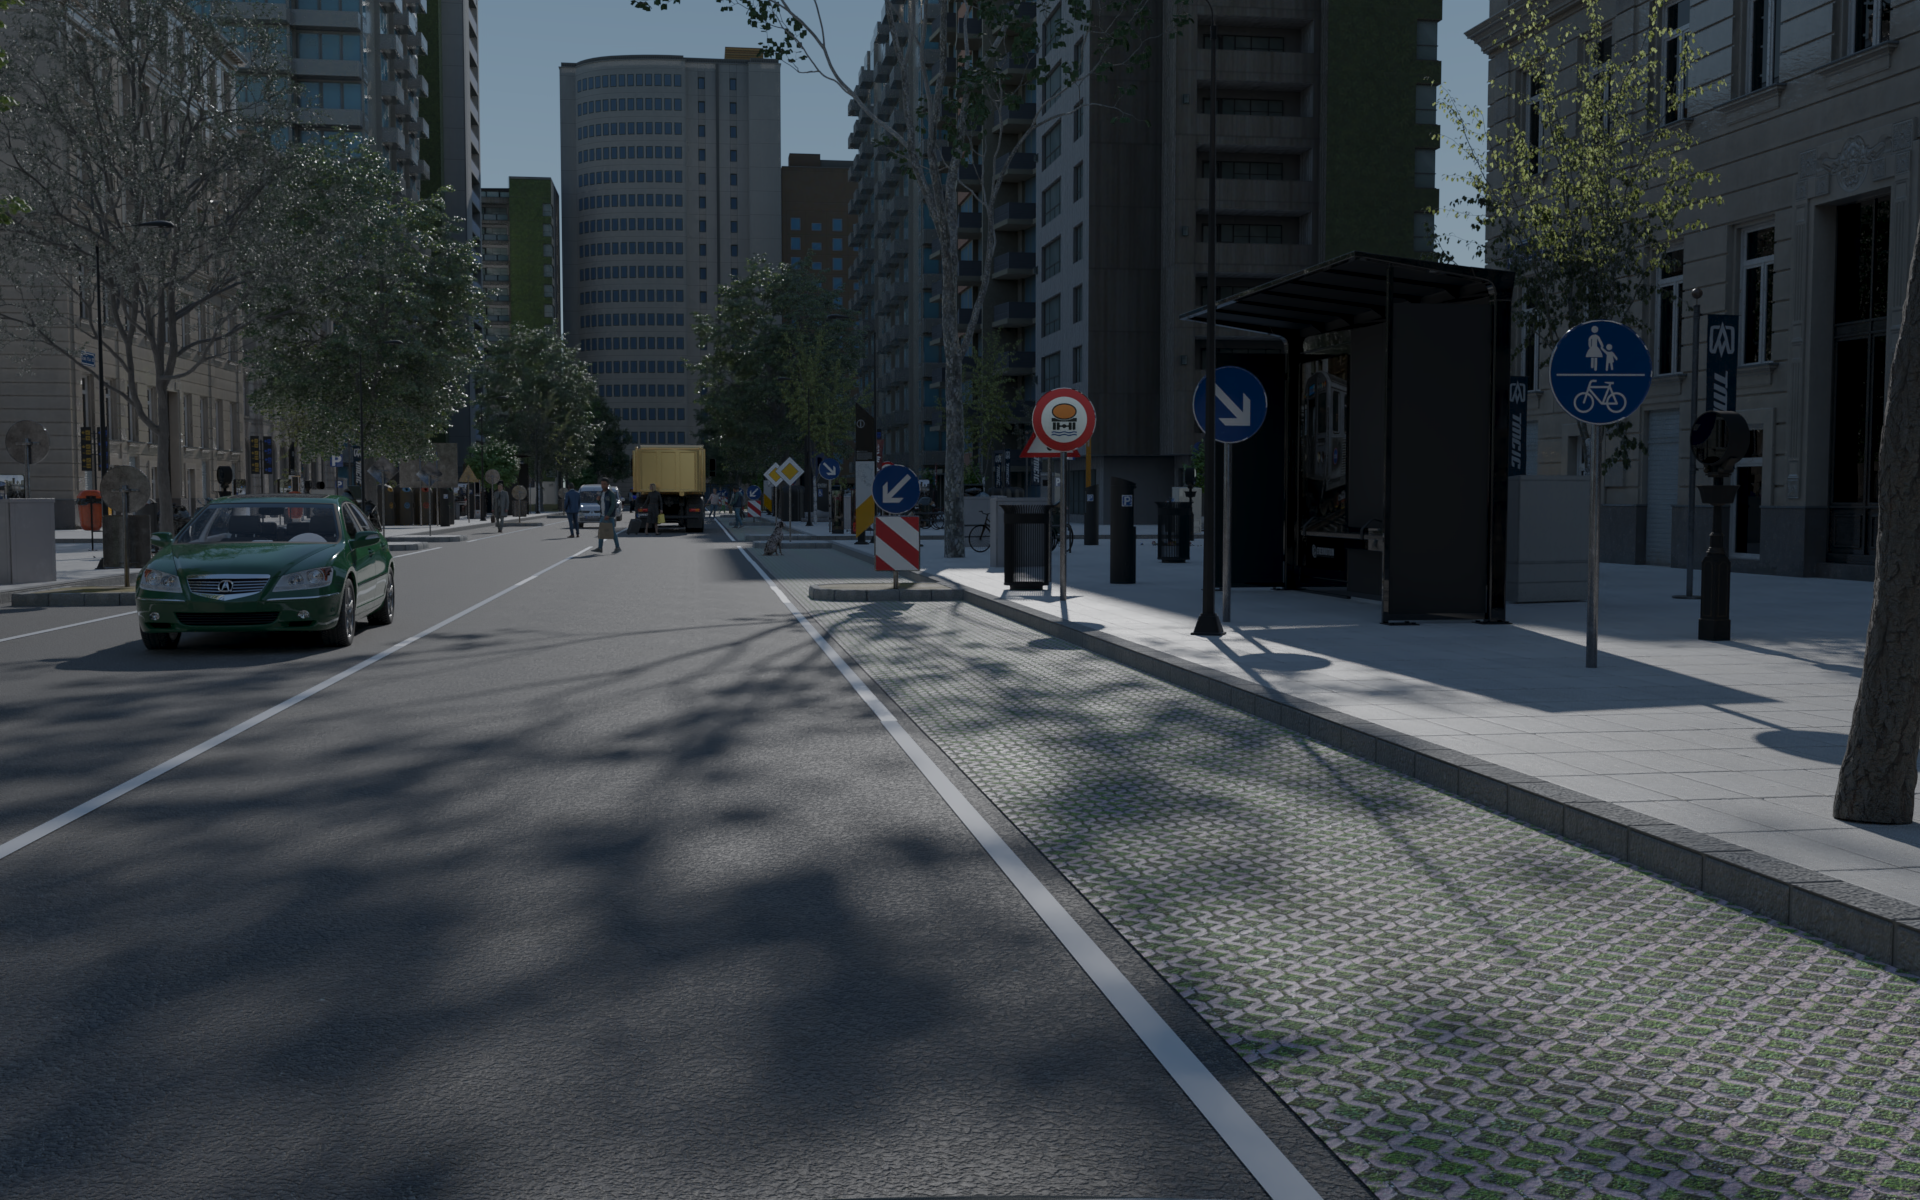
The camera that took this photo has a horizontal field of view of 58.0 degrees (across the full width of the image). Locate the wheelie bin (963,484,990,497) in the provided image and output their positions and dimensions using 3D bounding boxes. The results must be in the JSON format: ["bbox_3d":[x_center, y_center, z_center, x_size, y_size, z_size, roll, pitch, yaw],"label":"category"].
[{"bbox_3d":[0.447,-2.872,54.866,0.980,1.594,0.693,0,4,4],"label":"wheelie bin"}]

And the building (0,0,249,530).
[{"bbox_3d":[-39.035,-16.815,72.194,12.463,27.353,25.104,-1,4,-9],"label":"building"}]

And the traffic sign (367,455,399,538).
[{"bbox_3d":[-14.933,-2.521,44.853,0.795,2.450,0.064,-1,4,-9],"label":"traffic sign"}]

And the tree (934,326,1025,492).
[{"bbox_3d":[0.959,-7.701,76.277,4.737,8.622,4.395,0,3,0],"label":"tree"}]

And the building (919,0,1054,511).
[{"bbox_3d":[9.660,-28.303,117.376,22.147,44.769,28.867,-1,4,-9],"label":"building"}]

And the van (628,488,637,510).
[{"bbox_3d":[-28.251,-9.129,153.638,2.240,2.365,5.245,-1,4,-9],"label":"van"}]

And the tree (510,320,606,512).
[{"bbox_3d":[-30.497,-13.338,124.726,9.857,13.997,8.962,0,3,0],"label":"tree"}]

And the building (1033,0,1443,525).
[{"bbox_3d":[11.377,-18.563,75.200,14.107,30.474,14.160,-1,4,-9],"label":"building"}]

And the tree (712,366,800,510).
[{"bbox_3d":[-15.882,-13.030,138.787,9.928,11.665,9.643,0,3,0],"label":"tree"}]

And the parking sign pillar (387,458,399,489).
[{"bbox_3d":[-30.898,-6.496,94.683,1.447,3.967,1.447,-3,5,-40],"label":"parking sign pillar"}]

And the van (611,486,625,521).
[{"bbox_3d":[-18.969,-5.245,92.767,2.013,2.044,4.112,-1,4,-10],"label":"van"}]

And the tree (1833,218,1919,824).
[{"bbox_3d":[3.864,-4.396,6.285,7.601,10.594,8.767,3,4,36],"label":"tree"}]

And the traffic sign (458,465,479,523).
[{"bbox_3d":[-21.823,-4.704,76.915,0.884,2.594,0.081,0,4,-7],"label":"traffic sign"}]

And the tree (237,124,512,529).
[{"bbox_3d":[-20.636,-9.398,60.311,9.857,13.997,8.962,0,3,0],"label":"tree"}]

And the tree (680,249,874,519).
[{"bbox_3d":[-9.220,-11.175,89.364,9.857,13.997,8.962,0,3,0],"label":"tree"}]

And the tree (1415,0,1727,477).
[{"bbox_3d":[8.651,-4.512,24.133,4.360,8.622,3.978,0,3,0],"label":"tree"}]

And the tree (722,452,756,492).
[{"bbox_3d":[-22.422,-13.850,176.812,4.360,8.622,3.978,0,3,0],"label":"tree"}]

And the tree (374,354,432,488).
[{"bbox_3d":[-30.538,-8.532,89.866,4.360,8.622,3.978,0,3,0],"label":"tree"}]

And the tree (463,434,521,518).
[{"bbox_3d":[-25.504,-6.786,94.671,4.285,4.588,4.351,0,3,0],"label":"tree"}]

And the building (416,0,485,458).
[{"bbox_3d":[-63.609,-38.785,176.141,28.212,58.520,21.231,-1,4,-9],"label":"building"}]

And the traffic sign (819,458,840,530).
[{"bbox_3d":[-4.627,-3.757,61.535,0.768,2.556,0.104,0,4,-2],"label":"traffic sign"}]

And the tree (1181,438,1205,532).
[{"bbox_3d":[8.445,-3.983,59.725,1.663,3.219,1.824,0,3,0],"label":"tree"}]

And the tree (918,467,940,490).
[{"bbox_3d":[-2.015,-7.261,113.315,1.663,3.219,1.824,0,3,0],"label":"tree"}]

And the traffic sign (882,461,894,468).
[{"bbox_3d":[-2.818,-4.121,67.481,0.768,2.556,0.104,0,4,-5],"label":"traffic sign"}]

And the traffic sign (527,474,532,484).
[{"bbox_3d":[-26.797,-6.523,106.762,0.768,2.556,0.104,0,4,-8],"label":"traffic sign"}]

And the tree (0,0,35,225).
[{"bbox_3d":[-13.197,-5.987,16.019,7.486,12.596,7.792,0,3,0],"label":"tree"}]

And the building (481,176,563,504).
[{"bbox_3d":[-59.257,-33.104,224.837,14.086,41.232,14.154,-1,4,-9],"label":"building"}]

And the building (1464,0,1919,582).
[{"bbox_3d":[18.623,-13.973,25.719,12.463,27.353,25.104,-1,4,-9],"label":"building"}]

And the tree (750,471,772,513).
[{"bbox_3d":[-13.671,-7.593,118.753,1.663,3.219,1.824,0,3,0],"label":"tree"}]

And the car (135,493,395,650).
[{"bbox_3d":[-6.907,-0.354,17.585,2.131,1.459,4.920,-1,4,-11],"label":"car"}]

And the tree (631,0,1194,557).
[{"bbox_3d":[-1.205,-10.862,33.483,12.611,20.169,13.585,0,3,0],"label":"tree"}]

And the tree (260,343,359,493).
[{"bbox_3d":[-31.146,-8.055,82.066,4.360,8.622,3.978,0,3,0],"label":"tree"}]

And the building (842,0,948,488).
[{"bbox_3d":[0.109,-34.343,181.108,23.786,49.044,30.456,-1,4,-9],"label":"building"}]

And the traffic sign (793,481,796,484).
[{"bbox_3d":[-10.358,-6.461,105.740,0.768,2.556,0.104,0,3,0],"label":"traffic sign"}]

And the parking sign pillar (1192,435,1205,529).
[{"bbox_3d":[9.016,-4.616,63.946,1.447,3.967,1.447,2,4,33],"label":"parking sign pillar"}]

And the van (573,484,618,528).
[{"bbox_3d":[-15.589,-4.094,73.946,2.013,2.044,4.112,-1,4,-8],"label":"van"}]

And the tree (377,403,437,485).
[{"bbox_3d":[-31.766,-9.070,98.655,4.737,8.622,4.395,0,3,0],"label":"tree"}]

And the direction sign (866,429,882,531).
[{"bbox_3d":[-3.158,-4.171,60.195,0.876,3.537,0.379,0,4,-8],"label":"direction sign"}]

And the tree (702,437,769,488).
[{"bbox_3d":[-26.254,-17.505,203.211,9.611,12.733,9.660,0,3,0],"label":"tree"}]

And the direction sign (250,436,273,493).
[{"bbox_3d":[-27.240,-4.623,67.588,0.379,3.537,0.876,3,5,39],"label":"direction sign"}]

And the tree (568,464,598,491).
[{"bbox_3d":[-36.964,-11.386,169.881,4.285,4.588,4.351,0,3,0],"label":"tree"}]

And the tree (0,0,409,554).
[{"bbox_3d":[-17.227,-7.739,36.903,12.009,13.543,11.850,0,3,0],"label":"tree"}]

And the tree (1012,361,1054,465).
[{"bbox_3d":[5.034,-8.779,93.905,4.360,8.622,3.978,0,3,0],"label":"tree"}]

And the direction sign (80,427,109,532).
[{"bbox_3d":[-29.162,-4.064,58.436,0.876,3.537,0.379,0,4,-6],"label":"direction sign"}]

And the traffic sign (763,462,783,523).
[{"bbox_3d":[-5.772,-3.099,54.316,0.795,2.450,0.064,-1,4,-9],"label":"traffic sign"}]

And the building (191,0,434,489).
[{"bbox_3d":[-54.828,-31.694,137.803,23.786,49.044,30.456,-1,4,-9],"label":"building"}]

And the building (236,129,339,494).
[{"bbox_3d":[-43.398,-15.579,96.513,13.314,21.916,24.055,-1,4,-9],"label":"building"}]

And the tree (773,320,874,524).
[{"bbox_3d":[-5.991,-7.545,73.719,4.737,8.622,4.395,0,3,0],"label":"tree"}]

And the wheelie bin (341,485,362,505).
[{"bbox_3d":[-22.226,-3.397,63.452,0.693,1.594,0.980,1,4,18],"label":"wheelie bin"}]

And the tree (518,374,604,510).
[{"bbox_3d":[-32.966,-13.283,142.937,9.928,11.665,9.643,0,3,0],"label":"tree"}]

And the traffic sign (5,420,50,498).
[{"bbox_3d":[-16.011,-1.814,29.758,0.768,2.556,0.104,0,4,0],"label":"traffic sign"}]

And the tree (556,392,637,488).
[{"bbox_3d":[-41.059,-17.013,195.171,9.611,12.733,9.660,0,3,0],"label":"tree"}]

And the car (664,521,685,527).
[{"bbox_3d":[-12.970,-3.885,75.877,2.083,1.381,4.827,-1,4,-11],"label":"car"}]

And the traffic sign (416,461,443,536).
[{"bbox_3d":[-16.147,-3.003,52.746,0.795,2.450,0.064,-1,4,-9],"label":"traffic sign"}]

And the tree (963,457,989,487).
[{"bbox_3d":[0.592,-5.853,90.300,1.663,3.219,1.824,0,3,0],"label":"tree"}]

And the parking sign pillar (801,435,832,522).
[{"bbox_3d":[-6.590,-5.573,79.595,1.447,3.967,1.447,2,4,32],"label":"parking sign pillar"}]

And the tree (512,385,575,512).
[{"bbox_3d":[-28.395,-10.225,117.547,4.360,8.622,3.978,0,3,0],"label":"tree"}]

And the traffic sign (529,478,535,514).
[{"bbox_3d":[-27.887,-6.744,112.392,0.606,2.300,0.079,0,4,-7],"label":"traffic sign"}]

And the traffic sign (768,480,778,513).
[{"bbox_3d":[-10.989,-6.091,101.713,0.606,2.300,0.079,0,4,0],"label":"traffic sign"}]

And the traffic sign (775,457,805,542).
[{"bbox_3d":[-4.557,-2.617,46.423,0.795,2.450,0.064,-1,4,-9],"label":"traffic sign"}]
